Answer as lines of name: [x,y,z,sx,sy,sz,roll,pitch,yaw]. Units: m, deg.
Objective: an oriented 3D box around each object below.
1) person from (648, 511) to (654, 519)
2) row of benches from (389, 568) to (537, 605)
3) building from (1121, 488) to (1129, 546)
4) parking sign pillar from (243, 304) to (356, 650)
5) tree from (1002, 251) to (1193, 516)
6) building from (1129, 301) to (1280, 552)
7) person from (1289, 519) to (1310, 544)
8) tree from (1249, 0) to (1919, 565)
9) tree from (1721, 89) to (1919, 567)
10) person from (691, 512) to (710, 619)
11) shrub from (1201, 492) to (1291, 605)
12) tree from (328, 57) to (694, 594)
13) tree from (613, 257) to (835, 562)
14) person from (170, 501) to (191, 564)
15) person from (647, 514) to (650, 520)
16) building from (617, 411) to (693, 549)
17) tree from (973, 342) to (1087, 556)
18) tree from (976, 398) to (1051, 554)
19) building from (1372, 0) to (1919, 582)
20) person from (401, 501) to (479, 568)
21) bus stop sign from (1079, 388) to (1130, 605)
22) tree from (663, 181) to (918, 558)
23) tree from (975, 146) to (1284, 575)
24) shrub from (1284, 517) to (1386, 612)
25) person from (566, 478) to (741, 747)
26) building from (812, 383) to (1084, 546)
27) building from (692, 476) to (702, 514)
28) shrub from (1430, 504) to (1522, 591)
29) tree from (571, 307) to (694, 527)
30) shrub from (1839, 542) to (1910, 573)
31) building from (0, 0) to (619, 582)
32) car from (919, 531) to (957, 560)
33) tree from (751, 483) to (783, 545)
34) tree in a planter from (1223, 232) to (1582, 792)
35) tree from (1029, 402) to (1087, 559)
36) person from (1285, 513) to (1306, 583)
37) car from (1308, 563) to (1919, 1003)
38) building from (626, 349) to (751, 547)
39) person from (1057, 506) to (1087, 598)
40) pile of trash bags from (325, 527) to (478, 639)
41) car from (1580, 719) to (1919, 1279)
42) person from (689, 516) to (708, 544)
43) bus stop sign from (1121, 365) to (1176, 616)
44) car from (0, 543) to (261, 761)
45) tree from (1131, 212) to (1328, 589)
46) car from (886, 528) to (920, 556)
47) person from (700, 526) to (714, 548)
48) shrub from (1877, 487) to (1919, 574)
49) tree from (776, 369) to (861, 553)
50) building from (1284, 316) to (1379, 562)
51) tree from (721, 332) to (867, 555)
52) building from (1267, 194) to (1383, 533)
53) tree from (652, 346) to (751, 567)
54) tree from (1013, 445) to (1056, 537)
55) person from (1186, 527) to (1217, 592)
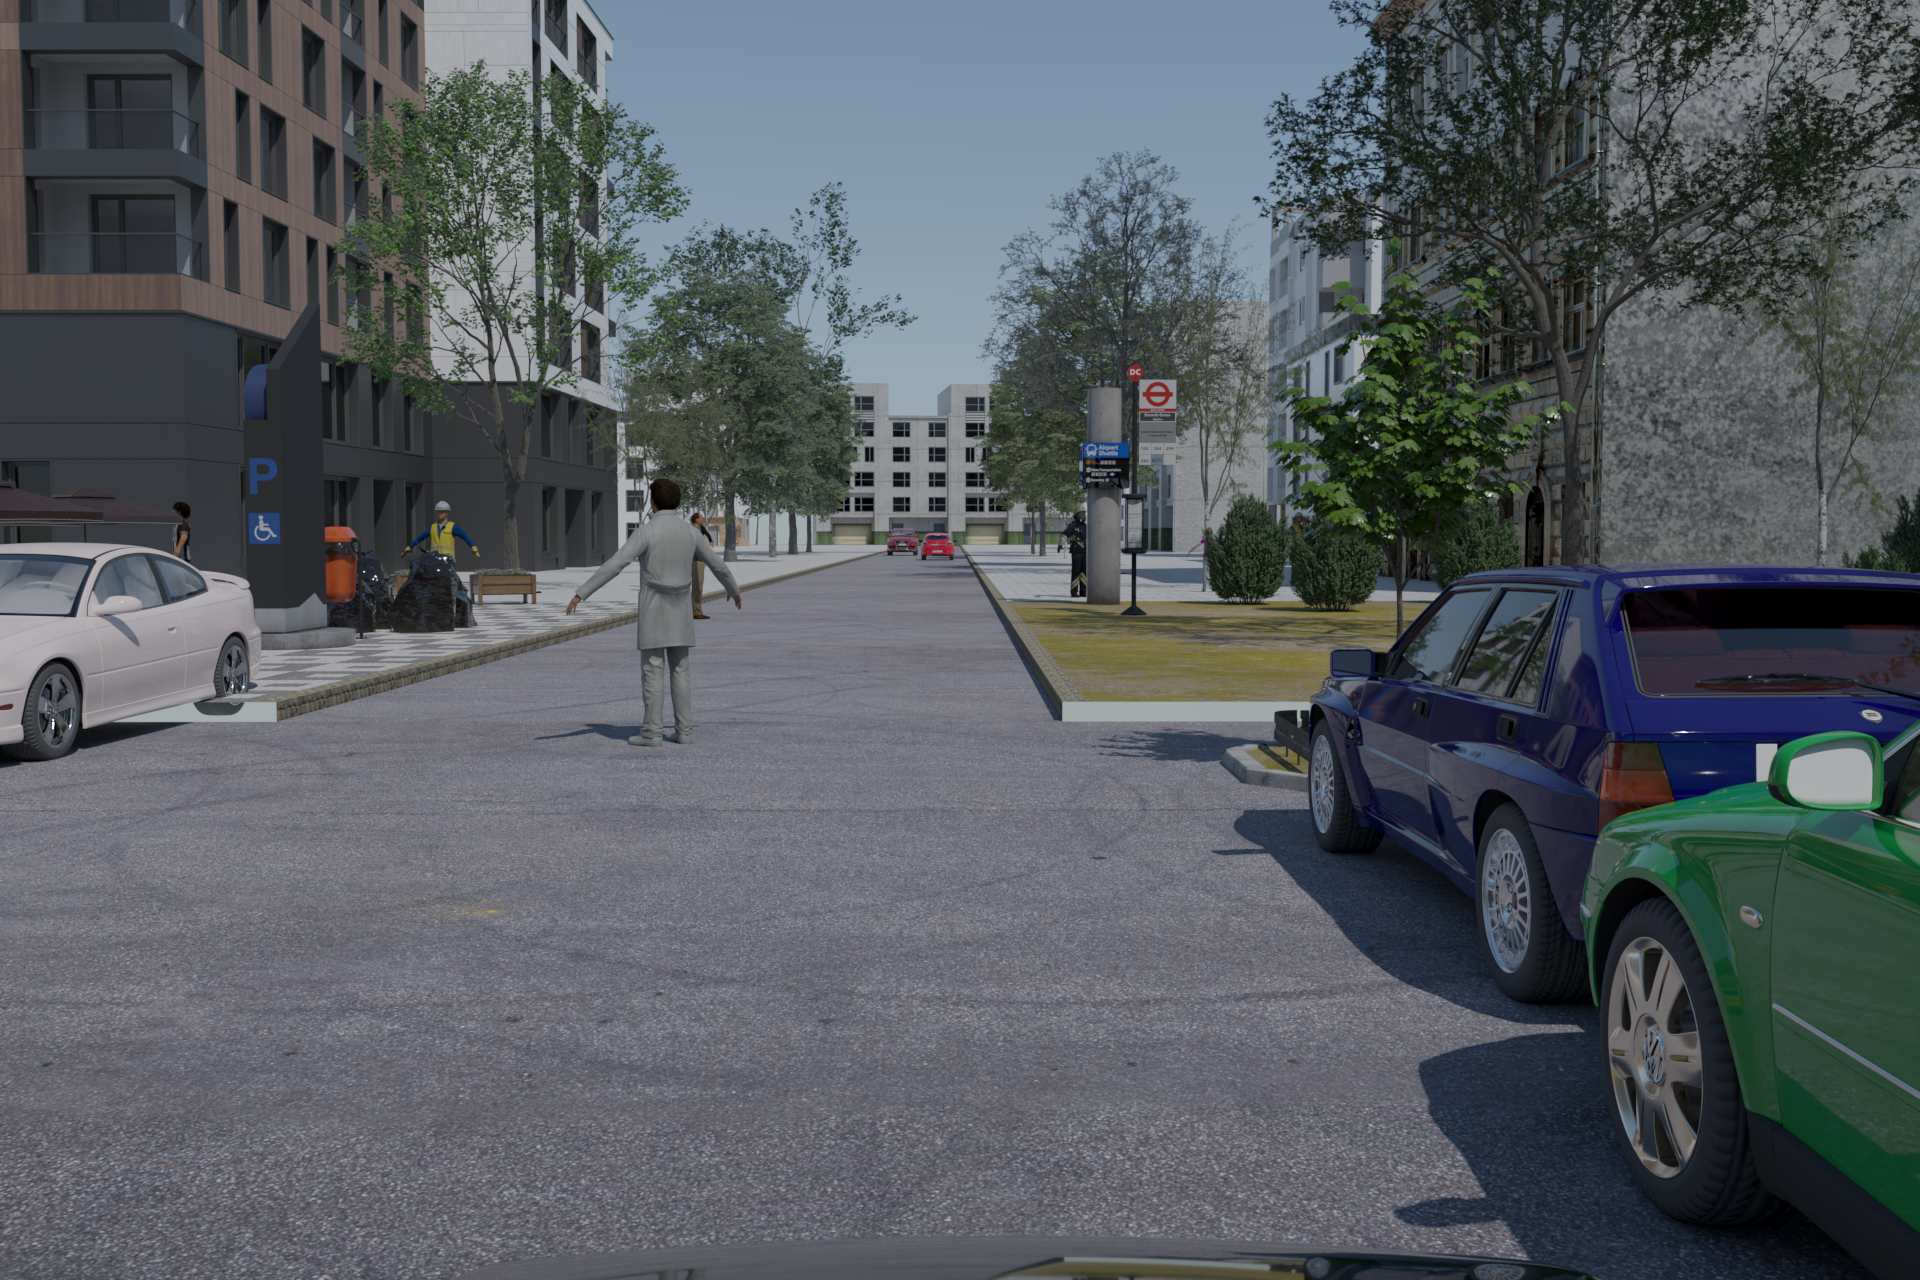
person: [-6.793,-1.996,38.757,0.704,1.817,1.347,-1,4,-13]
row of benches: [-9.528,-0.951,31.015,4.104,0.672,1.422,-2,4,-30]
building: [21.391,-14.418,177.874,9.099,9.664,28.070,0,4,0]
parking sign pillar: [-7.676,-1.910,19.703,1.447,3.967,1.447,0,4,0]
tree: [5.401,-9.216,68.803,7.486,12.596,7.792,0,3,0]
building: [23.685,-16.734,140.051,16.747,18.905,31.486,0,4,0]
person: [10.278,-2.736,51.530,1.217,1.733,0.721,-1,4,-17]
tree: [7.007,-5.184,19.174,8.767,10.594,7.601,2,4,27]
tree: [14.467,-4.832,29.369,4.360,8.622,3.978,0,3,0]
person: [-4.405,-1.254,29.234,0.705,1.796,1.348,-1,4,-17]
shrub: [5.234,-1.683,31.551,1.661,2.075,1.752,0,3,0]
tree: [-9.604,-6.817,37.206,9.928,11.665,9.643,0,3,0]
tree: [-10.631,-10.539,78.967,9.857,13.997,8.962,0,3,0]
person: [-13.053,-1.396,28.971,0.704,1.843,1.345,-2,4,-26]
person: [-7.387,-2.193,41.787,1.347,1.837,0.705,3,5,40]
building: [-24.860,-11.633,132.346,9.099,9.664,28.070,0,4,-1]
tree: [4.379,-11.046,98.728,7.486,12.596,7.792,0,3,0]
tree: [4.387,-10.683,109.078,8.767,10.594,7.601,3,5,41]
building: [21.855,-12.947,42.607,19.493,23.208,18.063,0,4,0]
person: [-7.757,-1.188,25.892,1.216,1.772,0.721,0,4,7]
bus stop sign: [2.615,-2.596,31.464,0.837,3.901,0.837,0,4,0]
tree: [-9.043,-14.494,92.865,12.611,20.169,13.585,0,3,0]
tree: [4.933,-8.840,54.900,12.009,13.543,11.850,0,3,0]
shrub: [6.226,-1.510,28.732,1.661,2.075,1.752,0,3,0]
person: [-2.022,-0.192,11.779,1.347,1.806,0.705,-3,5,-40]
building: [-1.947,-20.899,210.613,31.486,18.905,16.747,0,4,-6]
building: [-28.291,-13.353,160.476,9.099,9.664,28.070,0,4,0]
shrub: [9.484,-1.683,31.940,1.690,2.028,1.600,0,3,0]
tree: [-10.325,-6.485,56.396,4.360,8.622,3.978,0,3,0]
shrub: [9.651,-0.441,18.327,1.383,1.207,1.383,0,3,0]
building: [-28.267,-12.950,55.702,27.936,21.610,32.646,0,4,0]
car: [-1.227,-5.303,95.745,2.155,1.783,4.494,0,3,0]
tree: [-23.827,-16.573,205.386,7.601,10.594,8.767,0,4,-4]
tree in a planter: [2.631,-0.801,10.316,1.991,3.239,1.994,0,3,0]
tree: [5.393,-8.459,88.660,4.360,8.622,3.978,0,3,0]
person: [8.478,-2.282,43.284,1.349,1.833,0.705,-3,4,-37]
car: [2.505,0.362,6.654,1.945,1.354,3.894,0,4,-1]
building: [-28.018,-19.689,178.336,16.016,20.090,11.380,0,4,-1]
person: [2.436,-1.789,35.033,1.354,1.856,0.705,-3,4,-38]
pile of trash bags: [-7.563,-0.783,22.555,1.912,1.369,3.447,0,4,0]
car: [2.323,0.401,2.245,1.959,1.807,4.718,0,3,0]
person: [-7.984,-2.821,51.980,0.705,1.847,1.347,1,4,23]
bus stop sign: [2.975,-2.364,27.352,0.855,3.939,0.416,0,4,0]
car: [-6.668,-0.005,12.441,2.083,1.381,4.827,0,4,-1]
tree: [5.615,-5.506,40.387,4.360,8.622,3.978,0,3,0]
car: [-3.842,-6.596,116.523,2.281,1.827,5.304,0,4,-1]
person: [-7.150,-2.498,47.021,1.347,1.806,0.705,2,4,35]
shrub: [13.811,-1.236,24.621,1.690,2.028,1.600,0,3,0]
tree: [-10.522,-12.289,119.045,7.486,12.596,7.792,0,3,0]
building: [19.452,-7.592,66.272,9.099,9.664,28.070,0,4,0]
tree: [-10.390,-12.246,106.870,9.857,13.997,8.962,0,3,0]
building: [22.694,-14.765,97.835,16.016,20.090,11.380,0,4,0]
tree: [-9.823,-7.179,67.734,4.360,8.622,3.978,0,3,0]
tree: [4.861,-10.178,116.774,4.737,8.622,4.395,0,3,0]
person: [5.520,-1.783,38.421,0.991,1.433,0.599,0,4,6]
